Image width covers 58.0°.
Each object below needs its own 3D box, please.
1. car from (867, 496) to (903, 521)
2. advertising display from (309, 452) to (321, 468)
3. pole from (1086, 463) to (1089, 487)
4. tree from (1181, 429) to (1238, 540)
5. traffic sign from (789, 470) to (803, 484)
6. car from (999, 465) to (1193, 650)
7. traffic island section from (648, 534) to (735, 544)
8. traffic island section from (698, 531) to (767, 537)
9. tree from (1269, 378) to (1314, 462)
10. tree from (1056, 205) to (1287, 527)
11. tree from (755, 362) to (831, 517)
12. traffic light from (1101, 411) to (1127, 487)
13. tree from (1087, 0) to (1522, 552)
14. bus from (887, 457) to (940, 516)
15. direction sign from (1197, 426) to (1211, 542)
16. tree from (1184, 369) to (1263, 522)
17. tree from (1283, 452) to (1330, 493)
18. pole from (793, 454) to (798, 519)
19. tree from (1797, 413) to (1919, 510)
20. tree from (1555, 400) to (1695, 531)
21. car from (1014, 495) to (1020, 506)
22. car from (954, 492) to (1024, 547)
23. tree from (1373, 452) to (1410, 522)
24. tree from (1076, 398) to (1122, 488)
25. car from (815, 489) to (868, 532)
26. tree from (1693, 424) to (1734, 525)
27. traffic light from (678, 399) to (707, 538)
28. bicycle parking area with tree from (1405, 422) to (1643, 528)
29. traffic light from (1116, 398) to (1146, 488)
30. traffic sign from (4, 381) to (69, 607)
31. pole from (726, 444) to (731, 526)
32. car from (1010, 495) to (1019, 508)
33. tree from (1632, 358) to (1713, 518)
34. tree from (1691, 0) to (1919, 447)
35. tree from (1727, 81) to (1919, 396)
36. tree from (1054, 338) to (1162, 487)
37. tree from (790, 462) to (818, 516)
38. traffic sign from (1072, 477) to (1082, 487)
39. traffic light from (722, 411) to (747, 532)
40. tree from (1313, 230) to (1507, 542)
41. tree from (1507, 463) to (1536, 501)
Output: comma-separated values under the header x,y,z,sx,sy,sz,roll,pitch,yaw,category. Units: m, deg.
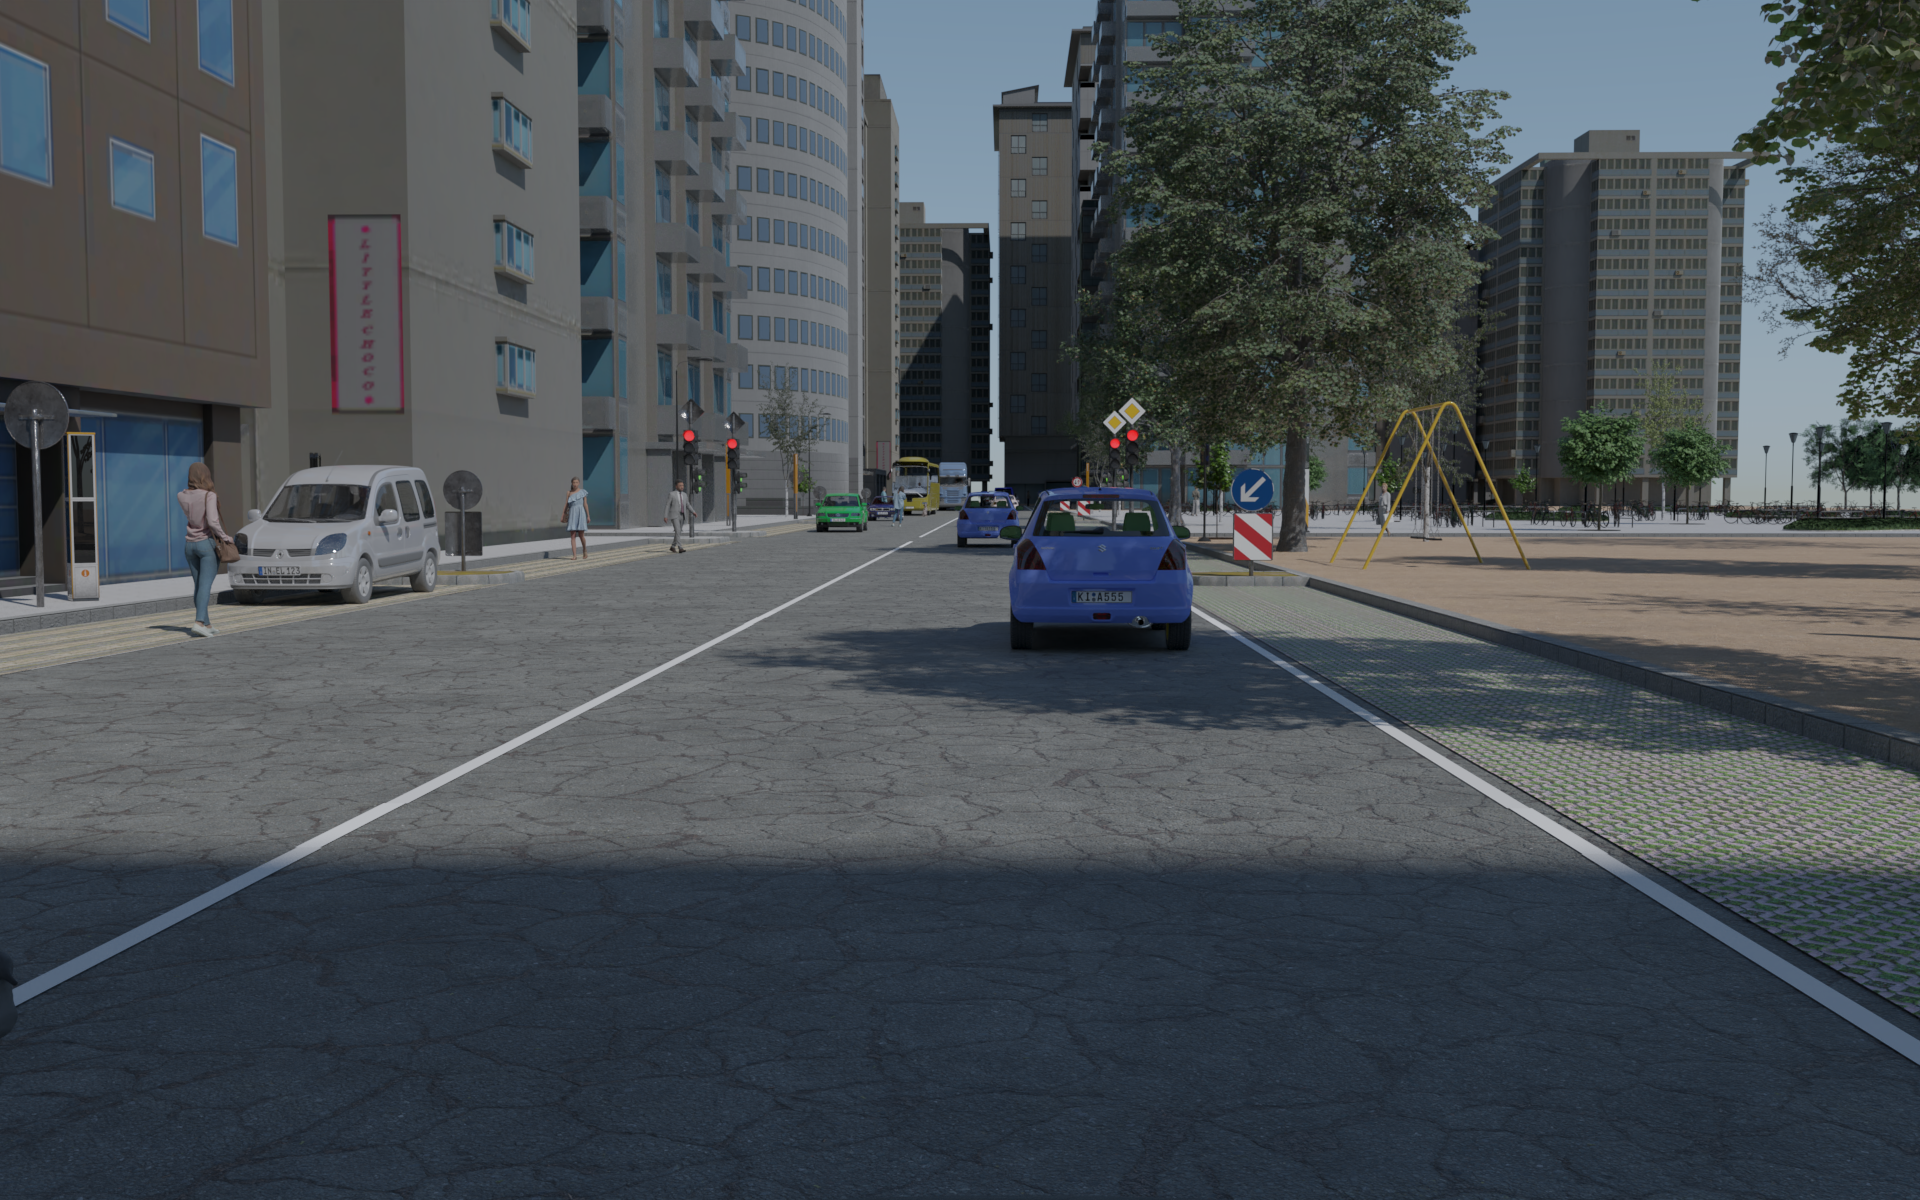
x,y,z,sx,sy,sz,roll,pitch,yaw,category
-3.998,-4.917,92.972,1.945,1.354,3.894,0,4,2,car
-10.135,-1.350,27.286,0.123,1.923,0.974,-1,4,-17,advertising display
8.393,-7.343,113.906,0.158,3.312,0.155,0,3,0,pole
7.383,-3.340,49.213,1.663,3.219,1.824,0,3,0,tree
-8.563,-5.530,90.524,0.768,2.556,0.104,0,4,4,traffic sign
1.351,-0.468,17.244,1.945,1.707,3.694,0,4,3,car
-7.911,-1.754,50.960,2.009,0.180,2.903,0,4,1,traffic island section
-7.703,-2.242,58.943,2.009,0.180,2.903,0,4,1,traffic island section
18.642,-8.915,96.123,4.360,8.622,3.978,0,3,0,tree
8.546,-9.264,68.475,9.611,12.733,9.660,0,3,0,tree
-9.434,-8.868,95.347,4.360,8.622,3.978,0,3,0,tree
5.194,-4.255,58.490,0.839,4.253,0.868,0,4,1,traffic light
7.410,-8.054,38.344,9.857,13.997,8.962,0,3,0,tree
-3.008,-7.778,118.719,2.896,3.916,12.252,0,4,3,bus
6.605,-3.347,46.717,0.379,3.537,0.876,0,4,-7,direction sign
11.663,-7.847,78.655,4.737,8.622,4.395,0,3,0,tree
25.243,-8.679,125.623,4.285,4.588,4.351,0,3,0,tree
-8.355,-5.759,88.008,0.158,3.312,0.155,0,3,0,pole
63.184,-9.479,117.891,11.467,7.101,20.602,0,4,0,tree
22.326,-4.695,60.479,4.285,4.588,4.351,0,3,0,tree
5.965,-11.546,201.146,2.083,1.381,4.827,0,4,0,car
0.790,-2.334,47.757,1.945,1.707,3.694,0,4,1,car
19.885,-5.199,79.612,1.663,3.219,1.824,0,3,0,tree
10.031,-10.557,122.966,4.360,8.622,3.978,0,3,0,tree
-4.505,-3.518,66.315,1.959,1.807,4.718,0,4,0,car
30.860,-5.491,73.494,4.285,4.588,4.351,0,3,0,tree
-7.871,-3.786,50.824,0.839,4.253,0.868,0,4,1,traffic light
22.297,-5.013,68.963,8.231,4.147,9.016,1,4,17,bicycle parking area with tree
4.986,-3.767,50.507,0.839,4.253,0.868,0,4,1,traffic light
-10.417,-1.189,19.545,0.768,2.556,0.104,0,4,5,traffic sign
-9.351,-4.651,69.881,0.158,3.312,0.155,0,3,0,pole
3.084,-6.614,120.496,2.083,1.381,4.827,0,4,0,car
37.920,-8.720,92.928,4.737,8.622,4.395,0,3,0,tree
16.592,-6.592,25.902,7.486,12.596,7.792,0,3,0,tree
23.441,-7.927,39.978,12.009,13.543,11.850,0,3,0,tree
8.835,-9.855,95.534,7.601,10.594,8.767,-3,5,-43,tree
-9.198,-6.617,102.784,1.663,3.219,1.824,0,3,0,tree
8.755,-7.911,129.454,0.768,2.556,0.104,1,4,9,traffic sign
-7.663,-4.274,58.807,0.839,4.253,0.868,0,4,1,traffic light
12.366,-5.886,46.603,4.360,8.622,3.978,0,3,0,tree
34.863,-6.869,106.912,1.663,3.219,1.824,0,3,0,tree
